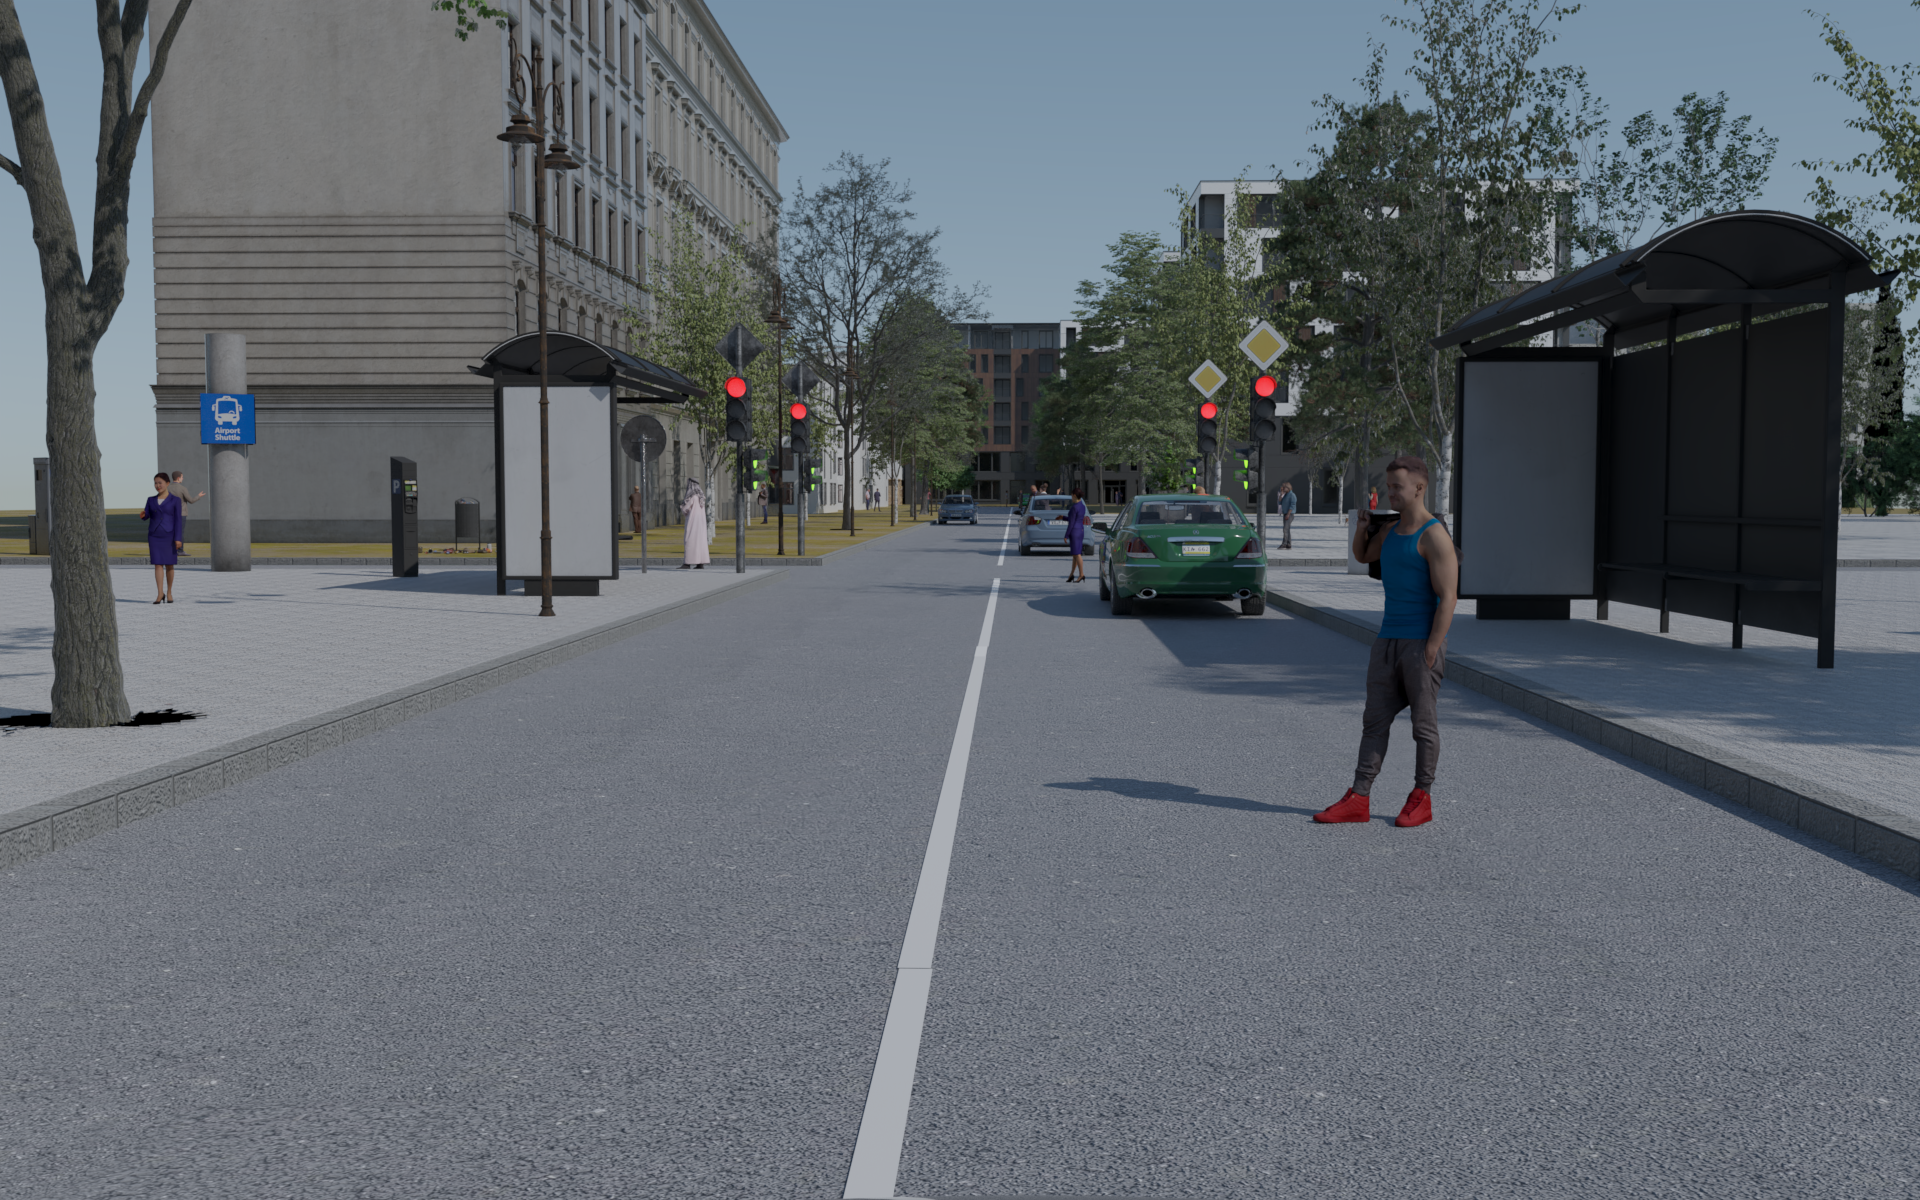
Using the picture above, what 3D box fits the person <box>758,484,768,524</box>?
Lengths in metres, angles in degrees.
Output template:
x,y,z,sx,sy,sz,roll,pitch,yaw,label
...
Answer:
x,y,z,sx,sy,sz,roll,pitch,yaw,label
-8.423,-4.101,73.912,0.431,1.722,0.655,0,4,-7,person

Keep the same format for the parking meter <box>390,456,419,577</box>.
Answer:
x,y,z,sx,sy,sz,roll,pitch,yaw,label
-8.583,-1.288,26.773,0.399,1.863,0.255,3,5,39,parking meter

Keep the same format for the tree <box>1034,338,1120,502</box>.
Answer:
x,y,z,sx,sy,sz,roll,pitch,yaw,label
8.555,-12.141,120.565,6.751,12.117,7.091,0,3,0,tree

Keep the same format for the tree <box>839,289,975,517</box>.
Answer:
x,y,z,sx,sy,sz,roll,pitch,yaw,label
-3.002,-10.864,95.756,7.486,12.596,7.792,0,3,0,tree

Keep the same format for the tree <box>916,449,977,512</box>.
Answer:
x,y,z,sx,sy,sz,roll,pitch,yaw,label
-1.617,-8.604,124.381,4.285,4.588,4.351,0,3,0,tree

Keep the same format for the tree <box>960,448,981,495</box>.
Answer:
x,y,z,sx,sy,sz,roll,pitch,yaw,label
0.057,-14.121,181.247,4.360,8.622,3.978,0,3,0,tree

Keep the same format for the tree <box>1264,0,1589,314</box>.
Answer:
x,y,z,sx,sy,sz,roll,pitch,yaw,label
6.038,-4.367,21.767,4.360,8.622,3.978,0,3,0,tree

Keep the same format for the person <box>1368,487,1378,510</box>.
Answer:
x,y,z,sx,sy,sz,roll,pitch,yaw,label
18.514,-4.275,77.647,0.593,1.614,0.444,-1,4,-17,person

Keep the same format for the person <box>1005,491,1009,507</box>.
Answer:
x,y,z,sx,sy,sz,roll,pitch,yaw,label
5.106,-10.925,187.129,0.705,1.824,1.348,0,4,8,person

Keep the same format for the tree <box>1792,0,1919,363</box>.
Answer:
x,y,z,sx,sy,sz,roll,pitch,yaw,label
11.999,-4.247,19.795,4.737,8.622,4.395,0,3,0,tree

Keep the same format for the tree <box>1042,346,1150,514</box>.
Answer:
x,y,z,sx,sy,sz,roll,pitch,yaw,label
8.615,-10.663,108.747,7.601,10.594,8.767,0,4,-6,tree

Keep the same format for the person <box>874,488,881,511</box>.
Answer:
x,y,z,sx,sy,sz,roll,pitch,yaw,label
-6.067,-7.362,127.336,0.541,1.710,0.530,2,4,28,person

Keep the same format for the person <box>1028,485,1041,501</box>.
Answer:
x,y,z,sx,sy,sz,roll,pitch,yaw,label
2.652,-3.153,60.744,0.565,1.739,0.600,0,4,8,person

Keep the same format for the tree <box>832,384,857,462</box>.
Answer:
x,y,z,sx,sy,sz,roll,pitch,yaw,label
-7.320,-8.213,84.650,4.737,8.622,4.395,0,3,0,tree

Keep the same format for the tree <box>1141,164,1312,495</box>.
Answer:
x,y,z,sx,sy,sz,roll,pitch,yaw,label
5.956,-5.463,39.683,4.737,8.622,4.395,0,3,0,tree

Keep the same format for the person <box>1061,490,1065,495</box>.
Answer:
x,y,z,sx,sy,sz,roll,pitch,yaw,label
9.685,-9.533,162.824,0.541,1.710,0.530,-2,4,-30,person

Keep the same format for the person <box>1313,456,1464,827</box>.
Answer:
x,y,z,sx,sy,sz,roll,pitch,yaw,label
1.885,0.171,7.574,0.662,1.594,0.647,-2,4,-35,person

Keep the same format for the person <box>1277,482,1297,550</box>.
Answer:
x,y,z,sx,sy,sz,roll,pitch,yaw,label
7.534,-1.935,39.887,0.429,1.552,0.499,1,4,13,person

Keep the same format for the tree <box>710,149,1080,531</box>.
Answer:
x,y,z,sx,sy,sz,roll,pitch,yaw,label
-3.902,-9.218,61.085,12.009,13.543,11.850,0,3,0,tree

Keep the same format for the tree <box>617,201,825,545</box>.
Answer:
x,y,z,sx,sy,sz,roll,pitch,yaw,label
-6.405,-5.693,43.438,4.737,8.622,4.395,0,3,0,tree

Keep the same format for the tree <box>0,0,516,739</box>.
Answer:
x,y,z,sx,sy,sz,roll,pitch,yaw,label
-4.915,-5.121,9.480,9.928,11.665,9.643,0,3,0,tree

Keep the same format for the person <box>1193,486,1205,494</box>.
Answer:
x,y,z,sx,sy,sz,roll,pitch,yaw,label
3.688,-0.939,26.129,0.388,1.546,0.482,-1,4,-11,person

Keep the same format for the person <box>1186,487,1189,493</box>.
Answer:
x,y,z,sx,sy,sz,roll,pitch,yaw,label
13.059,-5.743,100.749,0.445,1.727,0.742,-3,5,-44,person

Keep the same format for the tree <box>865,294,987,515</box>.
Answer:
x,y,z,sx,sy,sz,roll,pitch,yaw,label
-2.022,-12.275,108.113,7.806,13.903,7.818,0,3,0,tree

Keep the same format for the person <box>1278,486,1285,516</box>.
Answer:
x,y,z,sx,sy,sz,roll,pitch,yaw,label
19.129,-5.889,102.997,0.551,1.740,0.621,-1,4,-21,person

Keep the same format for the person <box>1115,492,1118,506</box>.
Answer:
x,y,z,sx,sy,sz,roll,pitch,yaw,label
17.489,-11.232,193.066,0.541,1.710,0.530,-3,5,-40,person

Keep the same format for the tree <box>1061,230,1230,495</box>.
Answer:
x,y,z,sx,sy,sz,roll,pitch,yaw,label
8.045,-9.607,75.204,7.486,12.596,7.792,0,3,0,tree

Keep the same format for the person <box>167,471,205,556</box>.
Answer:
x,y,z,sx,sy,sz,roll,pitch,yaw,label
-16.122,-1.795,35.926,0.617,1.759,0.750,1,4,22,person

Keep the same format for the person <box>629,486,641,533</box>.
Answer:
x,y,z,sx,sy,sz,roll,pitch,yaw,label
-10.653,-2.970,56.874,0.482,1.546,0.388,-2,4,-32,person

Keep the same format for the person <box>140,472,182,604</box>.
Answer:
x,y,z,sx,sy,sz,roll,pitch,yaw,label
-9.293,-0.719,20.162,0.453,1.535,0.546,-2,4,-26,person

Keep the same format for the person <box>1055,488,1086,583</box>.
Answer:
x,y,z,sx,sy,sz,roll,pitch,yaw,label
1.768,-1.047,27.990,0.546,1.535,0.453,1,4,13,person

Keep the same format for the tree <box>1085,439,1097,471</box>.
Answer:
x,y,z,sx,sy,sz,roll,pitch,yaw,label
11.339,-16.993,188.212,12.009,13.543,11.850,0,3,0,tree

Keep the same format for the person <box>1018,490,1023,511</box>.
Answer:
x,y,z,sx,sy,sz,roll,pitch,yaw,label
5.148,-8.427,146.841,0.434,1.755,0.990,0,4,7,person

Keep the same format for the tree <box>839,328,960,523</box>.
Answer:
x,y,z,sx,sy,sz,roll,pitch,yaw,label
-2.948,-7.678,75.899,4.360,8.622,3.978,0,3,0,tree

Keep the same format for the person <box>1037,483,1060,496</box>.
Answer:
x,y,z,sx,sy,sz,roll,pitch,yaw,label
2.441,-2.402,48.578,0.742,1.727,0.445,-3,5,-40,person

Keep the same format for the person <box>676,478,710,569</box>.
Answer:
x,y,z,sx,sy,sz,roll,pitch,yaw,label
-5.034,-1.437,32.672,0.621,1.740,0.551,0,4,4,person

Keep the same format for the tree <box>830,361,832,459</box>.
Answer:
x,y,z,sx,sy,sz,roll,pitch,yaw,label
-8.376,-7.326,70.140,4.737,8.622,4.395,0,3,0,tree

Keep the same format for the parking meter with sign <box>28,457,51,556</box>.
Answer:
x,y,z,sx,sy,sz,roll,pitch,yaw,label
-19.048,-2.451,36.329,1.738,3.016,0.543,3,5,39,parking meter with sign

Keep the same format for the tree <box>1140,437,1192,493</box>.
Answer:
x,y,z,sx,sy,sz,roll,pitch,yaw,label
6.937,-3.807,56.841,1.663,3.219,1.824,0,3,0,tree

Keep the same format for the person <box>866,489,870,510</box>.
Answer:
x,y,z,sx,sy,sz,roll,pitch,yaw,label
-7.287,-7.990,137.612,0.436,1.711,0.756,1,4,11,person

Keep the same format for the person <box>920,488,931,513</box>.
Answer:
x,y,z,sx,sy,sz,roll,pitch,yaw,label
-2.225,-6.519,113.355,0.721,1.743,1.217,2,4,35,person

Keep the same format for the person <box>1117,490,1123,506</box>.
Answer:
x,y,z,sx,sy,sz,roll,pitch,yaw,label
17.244,-10.987,186.135,0.683,1.767,0.568,-2,4,-34,person

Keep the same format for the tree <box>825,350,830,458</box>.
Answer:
x,y,z,sx,sy,sz,roll,pitch,yaw,label
-7.136,-6.166,51.184,4.737,8.622,4.395,0,3,0,tree
